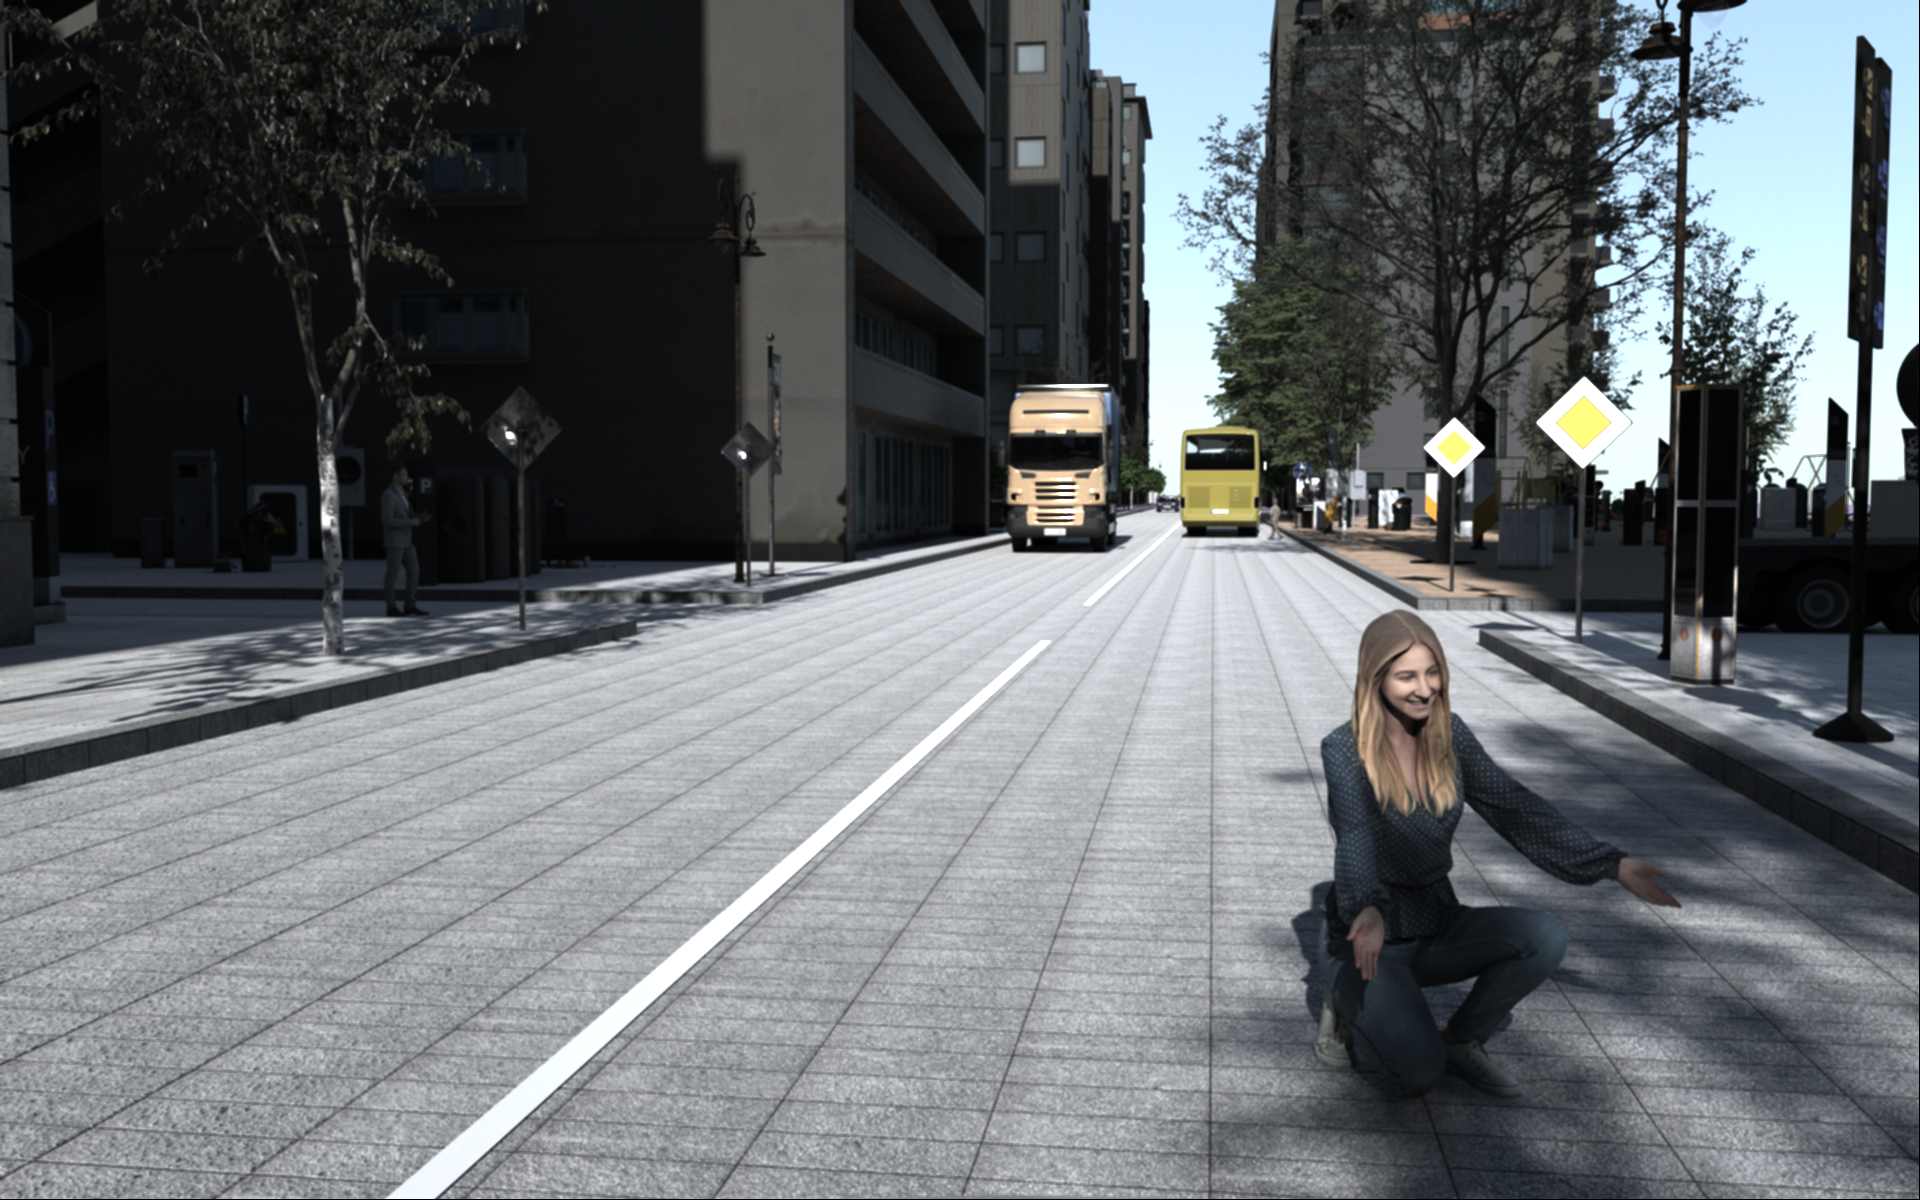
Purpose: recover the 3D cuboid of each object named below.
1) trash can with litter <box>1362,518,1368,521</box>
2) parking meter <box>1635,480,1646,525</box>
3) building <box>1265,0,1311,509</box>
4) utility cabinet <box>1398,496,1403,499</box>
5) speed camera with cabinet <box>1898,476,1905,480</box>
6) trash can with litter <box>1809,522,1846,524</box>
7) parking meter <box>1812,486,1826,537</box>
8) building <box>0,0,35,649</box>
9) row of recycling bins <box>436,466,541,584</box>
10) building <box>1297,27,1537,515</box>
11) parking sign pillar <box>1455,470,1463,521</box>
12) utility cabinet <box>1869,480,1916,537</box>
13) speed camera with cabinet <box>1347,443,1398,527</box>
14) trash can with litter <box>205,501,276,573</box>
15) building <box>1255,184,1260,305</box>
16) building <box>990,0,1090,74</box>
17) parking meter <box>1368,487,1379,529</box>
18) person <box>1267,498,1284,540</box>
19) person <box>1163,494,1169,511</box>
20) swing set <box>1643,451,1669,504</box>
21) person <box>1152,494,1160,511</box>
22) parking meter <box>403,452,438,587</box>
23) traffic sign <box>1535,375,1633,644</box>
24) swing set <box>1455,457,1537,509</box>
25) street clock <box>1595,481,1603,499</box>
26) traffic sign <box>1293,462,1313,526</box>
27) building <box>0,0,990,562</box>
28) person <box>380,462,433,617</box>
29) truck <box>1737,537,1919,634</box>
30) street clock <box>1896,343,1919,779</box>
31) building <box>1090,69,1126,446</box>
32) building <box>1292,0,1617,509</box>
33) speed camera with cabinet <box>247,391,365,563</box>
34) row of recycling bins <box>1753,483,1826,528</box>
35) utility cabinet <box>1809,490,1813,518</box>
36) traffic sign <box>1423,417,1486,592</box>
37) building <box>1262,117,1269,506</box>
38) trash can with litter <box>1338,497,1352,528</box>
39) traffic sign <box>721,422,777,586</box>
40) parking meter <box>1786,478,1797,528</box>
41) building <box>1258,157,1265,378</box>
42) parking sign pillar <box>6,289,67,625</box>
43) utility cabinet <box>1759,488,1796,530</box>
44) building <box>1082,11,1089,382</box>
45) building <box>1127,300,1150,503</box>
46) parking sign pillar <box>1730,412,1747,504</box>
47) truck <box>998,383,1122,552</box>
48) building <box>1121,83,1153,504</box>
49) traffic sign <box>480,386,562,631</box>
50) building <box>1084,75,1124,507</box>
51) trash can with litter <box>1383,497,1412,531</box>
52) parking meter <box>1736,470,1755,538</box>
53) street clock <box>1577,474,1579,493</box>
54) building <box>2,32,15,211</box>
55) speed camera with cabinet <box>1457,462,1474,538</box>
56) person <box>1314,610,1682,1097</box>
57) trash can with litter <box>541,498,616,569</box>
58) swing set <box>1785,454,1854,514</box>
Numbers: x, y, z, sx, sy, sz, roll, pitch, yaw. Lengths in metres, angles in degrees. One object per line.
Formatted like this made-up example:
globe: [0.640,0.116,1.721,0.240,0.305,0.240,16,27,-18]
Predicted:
trash can with litter: [20.082,-4.405,83.072,2.233,1.210,1.678,-2,4,-25]
parking meter: [28.414,-4.080,72.415,0.399,1.863,0.255,3,5,41]
building: [39.091,-32.632,157.232,21.300,48.544,21.600,1,4,8]
utility cabinet: [20.278,-4.251,80.671,0.306,1.237,1.020,3,5,39]
speed camera with cabinet: [47.745,-5.666,86.973,2.038,3.252,0.660,-3,5,-43]
trash can with litter: [36.700,-3.783,72.910,2.233,1.210,1.678,-1,4,-11]
parking meter: [25.656,-2.648,51.703,0.372,1.533,0.369,0,3,0]
building: [-20.708,-13.020,10.146,25.104,27.353,12.463,1,4,8]
row of recycling bins: [-7.207,-1.183,26.462,1.069,1.692,3.534,0,4,3]
building: [28.834,-20.818,112.077,14.160,30.474,14.107,1,4,8]
parking sign pillar: [24.308,-5.875,84.531,1.447,3.967,1.447,0,4,-4]
utility cabinet: [15.085,-1.148,27.445,0.318,1.500,1.173,-2,4,-35]
speed camera with cabinet: [16.063,-4.483,67.635,2.038,3.252,0.660,-1,4,-14]
trash can with litter: [-11.796,-1.040,28.394,1.055,1.170,0.624,-2,4,-29]
building: [52.155,-37.803,241.775,21.300,48.544,21.600,1,4,8]
building: [-5.592,-32.129,114.552,28.713,52.752,27.495,1,4,8]
parking meter: [15.268,-3.396,63.941,0.372,1.533,0.369,0,3,0]
person: [9.750,-2.500,53.647,0.640,1.303,0.475,3,5,39]
person: [17.838,-8.429,149.551,0.697,1.427,0.421,0,4,4]
swing set: [24.345,-3.706,58.219,2.862,2.851,3.119,0,4,5]
person: [16.703,-8.229,146.265,0.991,1.433,0.599,-1,4,-15]
parking meter: [-7.521,-1.126,24.129,0.255,1.863,0.399,3,4,37]
traffic sign: [5.296,-0.681,14.778,0.795,2.450,0.064,1,4,8]
swing set: [22.617,-4.608,72.957,3.119,2.851,2.862,0,4,-4]
street clock: [34.340,-5.421,93.209,0.471,2.002,0.358,0,4,1]
traffic sign: [13.575,-4.189,68.592,0.768,2.556,0.104,1,4,15]
building: [-11.156,-25.645,42.996,21.300,48.544,21.600,1,4,8]
person: [-6.489,-0.709,20.292,0.583,1.804,0.606,0,4,-2]
truck: [16.830,-1.631,16.419,18.799,4.110,2.967,0,4,8]
street clock: [4.401,-0.188,7.642,0.471,2.002,0.358,0,4,6]
building: [7.525,-35.472,199.574,23.786,49.044,30.456,1,4,8]
building: [36.775,-29.211,132.231,22.147,44.769,28.867,1,4,8]
speed camera with cabinet: [-12.361,-2.348,32.727,2.038,3.252,0.660,-2,4,-32]
row of recycling bins: [31.633,-3.627,66.410,3.534,1.692,1.069,2,4,33]
utility cabinet: [45.453,-5.073,91.627,1.173,1.500,0.318,-2,4,-31]
traffic sign: [6.453,-1.164,22.679,0.795,2.450,0.064,1,4,8]
building: [40.199,-30.915,189.053,14.154,41.232,14.086,1,4,8]
trash can with litter: [14.643,-3.347,66.105,0.624,1.170,1.055,1,4,13]
traffic sign: [-2.939,-1.249,24.069,0.795,2.450,0.064,1,4,8]
parking meter: [30.172,-3.498,62.897,0.255,1.863,0.399,0,4,3]
building: [45.780,-35.089,223.819,14.600,45.320,14.200,1,4,8]
parking sign pillar: [-9.692,-1.751,17.097,1.447,3.967,1.447,-1,4,-14]
utility cabinet: [28.919,-3.214,61.230,1.173,1.500,0.318,0,4,-8]
building: [0.512,-50.761,142.618,22.319,86.520,31.000,1,4,8]
building: [19.906,-29.190,248.963,14.160,30.474,14.107,1,4,8]
parking sign pillar: [23.513,-3.976,53.473,1.447,3.967,1.447,1,4,11]
truck: [2.884,-3.503,46.196,2.839,4.237,11.283,0,4,7]
building: [10.450,-39.108,228.653,28.713,52.752,27.495,1,4,8]
traffic sign: [-4.095,-0.766,16.168,0.795,2.450,0.064,1,4,8]
building: [8.148,-29.482,165.627,14.154,41.232,14.086,1,4,8]
trash can with litter: [15.169,-2.997,60.383,0.624,1.170,1.055,-2,4,-26]
parking meter: [18.751,-2.181,41.368,0.399,1.863,0.255,-2,4,-28]
street clock: [22.133,-3.491,61.652,0.358,2.002,0.471,0,4,4]
building: [-39.057,-12.123,43.258,28.899,21.520,27.650,1,4,8]
speed camera with cabinet: [14.772,-3.409,50.077,0.660,3.252,2.038,1,4,11]
person: [1.228,0.602,4.163,1.012,1.151,0.738,-1,4,-16]
trash can with litter: [-7.251,-1.187,30.464,2.233,1.210,1.678,3,4,38]
swing set: [34.288,-4.384,69.298,2.862,2.851,3.119,1,4,9]
